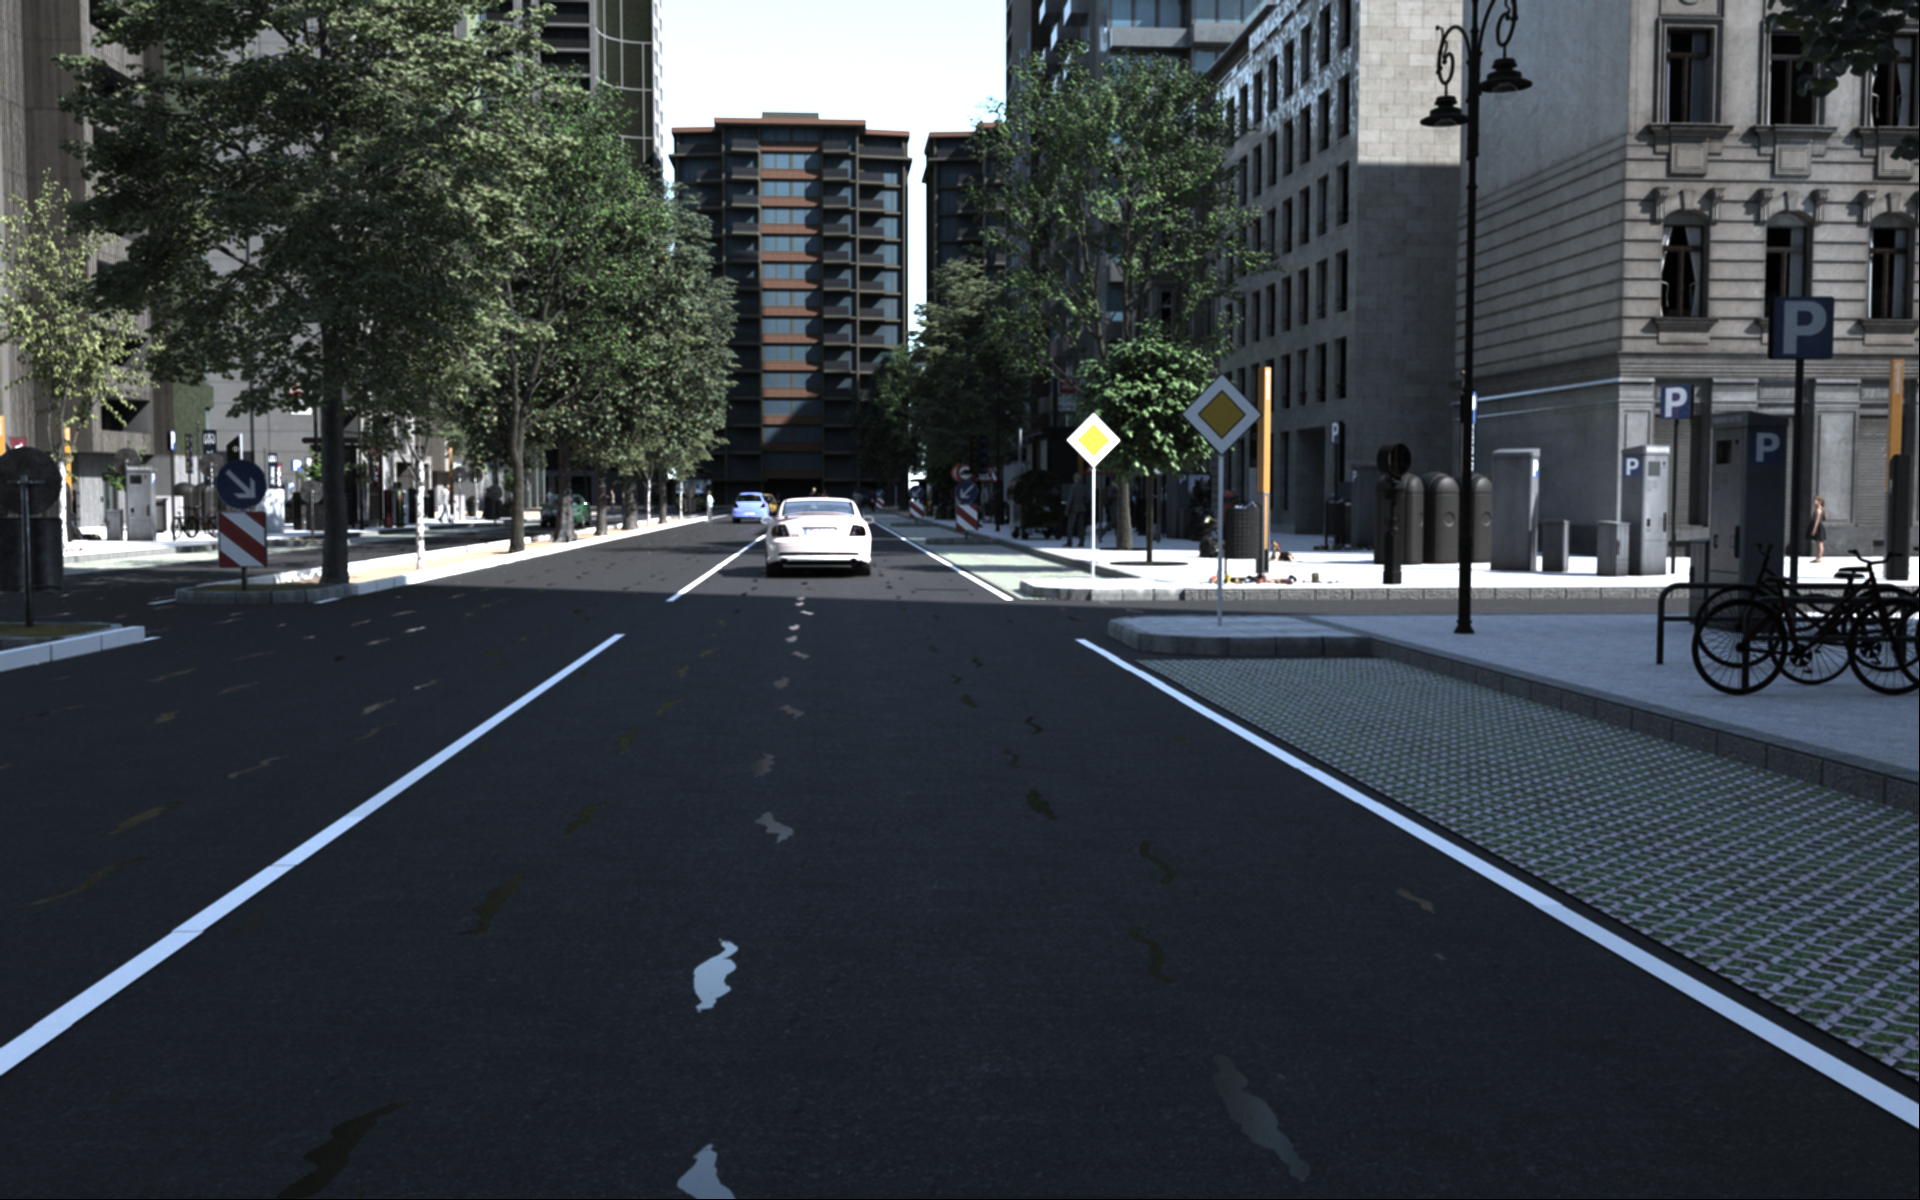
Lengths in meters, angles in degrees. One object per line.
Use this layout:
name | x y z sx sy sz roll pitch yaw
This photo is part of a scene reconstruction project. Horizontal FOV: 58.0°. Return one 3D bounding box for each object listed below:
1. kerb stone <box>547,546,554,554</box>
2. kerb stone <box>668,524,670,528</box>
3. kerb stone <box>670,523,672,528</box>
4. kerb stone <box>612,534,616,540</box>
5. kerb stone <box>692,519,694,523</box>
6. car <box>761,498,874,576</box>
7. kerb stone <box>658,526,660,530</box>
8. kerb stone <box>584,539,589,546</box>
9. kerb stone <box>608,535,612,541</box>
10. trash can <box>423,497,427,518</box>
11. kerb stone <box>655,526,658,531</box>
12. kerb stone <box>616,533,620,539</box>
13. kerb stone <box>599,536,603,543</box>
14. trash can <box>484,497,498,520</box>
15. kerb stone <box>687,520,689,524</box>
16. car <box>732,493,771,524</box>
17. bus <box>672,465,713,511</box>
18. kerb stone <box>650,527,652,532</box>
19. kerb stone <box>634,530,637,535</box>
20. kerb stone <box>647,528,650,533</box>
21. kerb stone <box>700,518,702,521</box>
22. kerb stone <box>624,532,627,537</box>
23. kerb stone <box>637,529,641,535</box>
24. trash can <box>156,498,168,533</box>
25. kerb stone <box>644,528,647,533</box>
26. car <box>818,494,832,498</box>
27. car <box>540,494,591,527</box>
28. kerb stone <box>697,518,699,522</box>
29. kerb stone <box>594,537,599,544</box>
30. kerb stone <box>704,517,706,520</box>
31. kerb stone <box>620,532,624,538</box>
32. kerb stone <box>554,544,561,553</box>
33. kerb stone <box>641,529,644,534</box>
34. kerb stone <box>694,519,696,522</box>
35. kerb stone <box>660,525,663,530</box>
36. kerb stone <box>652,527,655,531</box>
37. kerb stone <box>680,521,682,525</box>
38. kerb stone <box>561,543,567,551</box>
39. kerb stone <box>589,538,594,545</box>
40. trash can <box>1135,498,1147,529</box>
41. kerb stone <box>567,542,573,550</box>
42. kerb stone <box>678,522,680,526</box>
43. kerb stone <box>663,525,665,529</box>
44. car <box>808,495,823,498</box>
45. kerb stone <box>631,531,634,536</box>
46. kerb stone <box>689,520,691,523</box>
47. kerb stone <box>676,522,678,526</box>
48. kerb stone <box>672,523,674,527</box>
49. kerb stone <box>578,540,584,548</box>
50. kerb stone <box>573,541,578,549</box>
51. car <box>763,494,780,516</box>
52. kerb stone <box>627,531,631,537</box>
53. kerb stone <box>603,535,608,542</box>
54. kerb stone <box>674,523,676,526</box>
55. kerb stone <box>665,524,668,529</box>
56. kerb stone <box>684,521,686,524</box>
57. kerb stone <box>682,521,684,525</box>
kerb stone | -9.889 -1.173 41.378 0.120 0.150 1.000 0 4 -4
kerb stone | -12.288 -3.046 72.029 0.120 0.150 1.000 0 4 -4
kerb stone | -12.366 -3.110 73.048 0.120 0.150 1.000 0 4 -4
kerb stone | -10.857 -1.924 53.649 0.120 0.150 1.000 0 4 -4
kerb stone | -13.321 -3.861 85.320 0.120 0.150 1.000 0 4 -4
car | -2.598 -1.182 31.686 2.083 1.381 4.827 0 4 -5
kerb stone | -11.969 -2.793 67.945 0.120 0.150 1.000 0 4 -4
kerb stone | -10.378 -1.546 47.513 0.120 0.150 1.000 0 4 -4
kerb stone | -10.773 -1.861 52.630 0.120 0.150 1.000 0 4 -4
trash can | -29.425 -5.074 94.608 0.748 1.137 0.748 0 3 0
kerb stone | -11.887 -2.735 66.917 0.120 0.150 1.000 0 4 -4
kerb stone | -10.939 -1.986 54.668 0.120 0.150 1.000 0 4 -4
kerb stone | -10.613 -1.736 50.579 0.120 0.150 1.000 0 4 -4
trash can | -23.273 -4.544 85.940 0.748 1.137 0.748 0 3 0
kerb stone | -13.083 -3.673 82.256 0.120 0.150 1.000 0 4 -4
car | -10.315 -4.652 85.653 1.945 1.707 3.694 0 4 -4
bus | -23.016 -9.689 149.958 2.896 3.916 12.252 0 4 -5
kerb stone | -11.725 -2.606 64.876 0.120 0.150 1.000 0 4 -4
kerb stone | -11.335 -2.298 59.774 0.120 0.150 1.000 0 4 -4
kerb stone | -11.651 -2.543 63.857 0.120 0.150 1.000 0 4 -4
kerb stone | -13.719 -4.174 90.435 0.120 0.150 1.000 0 4 -4
kerb stone | -11.098 -2.111 56.706 0.120 0.150 1.000 0 4 -4
kerb stone | -11.407 -2.361 60.794 0.120 0.150 1.000 0 4 -4
trash can | -26.428 -2.770 56.937 0.748 1.137 0.748 0 3 0
kerb stone | -11.576 -2.486 62.837 0.120 0.150 1.000 0 4 -4
car | -13.514 -9.926 171.079 1.959 1.807 4.718 0 4 -5
car | -17.379 -3.954 76.449 2.131 1.459 4.920 0 4 -6
kerb stone | -13.563 -4.049 88.396 0.120 0.150 1.000 0 4 -4
kerb stone | -10.533 -1.674 49.557 0.120 0.150 1.000 0 4 -4
kerb stone | -13.970 -4.361 93.492 0.120 0.150 1.000 0 4 -4
kerb stone | -11.007 -2.048 55.688 0.120 0.150 1.000 0 4 -4
kerb stone | -9.973 -1.235 42.397 0.120 0.150 1.000 0 4 -4
kerb stone | -11.489 -2.423 61.818 0.120 0.150 1.000 0 4 -4
kerb stone | -13.404 -3.922 86.352 0.120 0.150 1.000 0 4 -4
kerb stone | -12.050 -2.859 68.967 0.120 0.150 1.000 0 4 -4
kerb stone | -11.812 -2.673 65.894 0.120 0.150 1.000 0 4 -4
kerb stone | -12.766 -3.424 78.173 0.120 0.150 1.000 0 4 -4
kerb stone | -10.052 -1.296 43.418 0.120 0.150 1.000 0 4 -4
kerb stone | -10.455 -1.611 48.536 0.120 0.150 1.000 0 4 -4
trash can | 6.509 -3.009 60.856 0.748 1.137 0.748 0 3 0
kerb stone | -10.131 -1.360 44.438 0.120 0.150 1.000 0 4 -4
kerb stone | -12.685 -3.361 77.150 0.120 0.150 1.000 0 4 -4
kerb stone | -12.125 -2.919 69.987 0.120 0.150 1.000 0 4 -4
car | -10.666 -7.090 128.500 1.945 1.354 3.894 0 4 -3
kerb stone | -11.256 -2.229 58.753 0.120 0.150 1.000 0 4 -4
kerb stone | -13.168 -3.731 83.275 0.120 0.150 1.000 0 4 -4
kerb stone | -12.603 -3.298 76.123 0.120 0.150 1.000 0 4 -4
kerb stone | -12.442 -3.171 74.067 0.120 0.150 1.000 0 4 -4
kerb stone | -10.294 -1.486 46.494 0.120 0.150 1.000 0 4 -4
kerb stone | -10.215 -1.423 45.469 0.120 0.150 1.000 0 4 -4
car | -12.860 -6.335 113.803 2.015 1.641 3.980 0 4 -5
kerb stone | -11.169 -2.174 57.734 0.120 0.150 1.000 0 4 -4
kerb stone | -10.689 -1.796 51.599 0.120 0.150 1.000 0 4 -4
kerb stone | -12.523 -3.235 75.093 0.120 0.150 1.000 0 4 -4
kerb stone | -12.201 -2.982 71.010 0.120 0.150 1.000 0 4 -4
kerb stone | -12.928 -3.549 80.214 0.120 0.150 1.000 0 4 -4
kerb stone | -12.846 -3.484 79.192 0.120 0.150 1.000 0 4 -4
